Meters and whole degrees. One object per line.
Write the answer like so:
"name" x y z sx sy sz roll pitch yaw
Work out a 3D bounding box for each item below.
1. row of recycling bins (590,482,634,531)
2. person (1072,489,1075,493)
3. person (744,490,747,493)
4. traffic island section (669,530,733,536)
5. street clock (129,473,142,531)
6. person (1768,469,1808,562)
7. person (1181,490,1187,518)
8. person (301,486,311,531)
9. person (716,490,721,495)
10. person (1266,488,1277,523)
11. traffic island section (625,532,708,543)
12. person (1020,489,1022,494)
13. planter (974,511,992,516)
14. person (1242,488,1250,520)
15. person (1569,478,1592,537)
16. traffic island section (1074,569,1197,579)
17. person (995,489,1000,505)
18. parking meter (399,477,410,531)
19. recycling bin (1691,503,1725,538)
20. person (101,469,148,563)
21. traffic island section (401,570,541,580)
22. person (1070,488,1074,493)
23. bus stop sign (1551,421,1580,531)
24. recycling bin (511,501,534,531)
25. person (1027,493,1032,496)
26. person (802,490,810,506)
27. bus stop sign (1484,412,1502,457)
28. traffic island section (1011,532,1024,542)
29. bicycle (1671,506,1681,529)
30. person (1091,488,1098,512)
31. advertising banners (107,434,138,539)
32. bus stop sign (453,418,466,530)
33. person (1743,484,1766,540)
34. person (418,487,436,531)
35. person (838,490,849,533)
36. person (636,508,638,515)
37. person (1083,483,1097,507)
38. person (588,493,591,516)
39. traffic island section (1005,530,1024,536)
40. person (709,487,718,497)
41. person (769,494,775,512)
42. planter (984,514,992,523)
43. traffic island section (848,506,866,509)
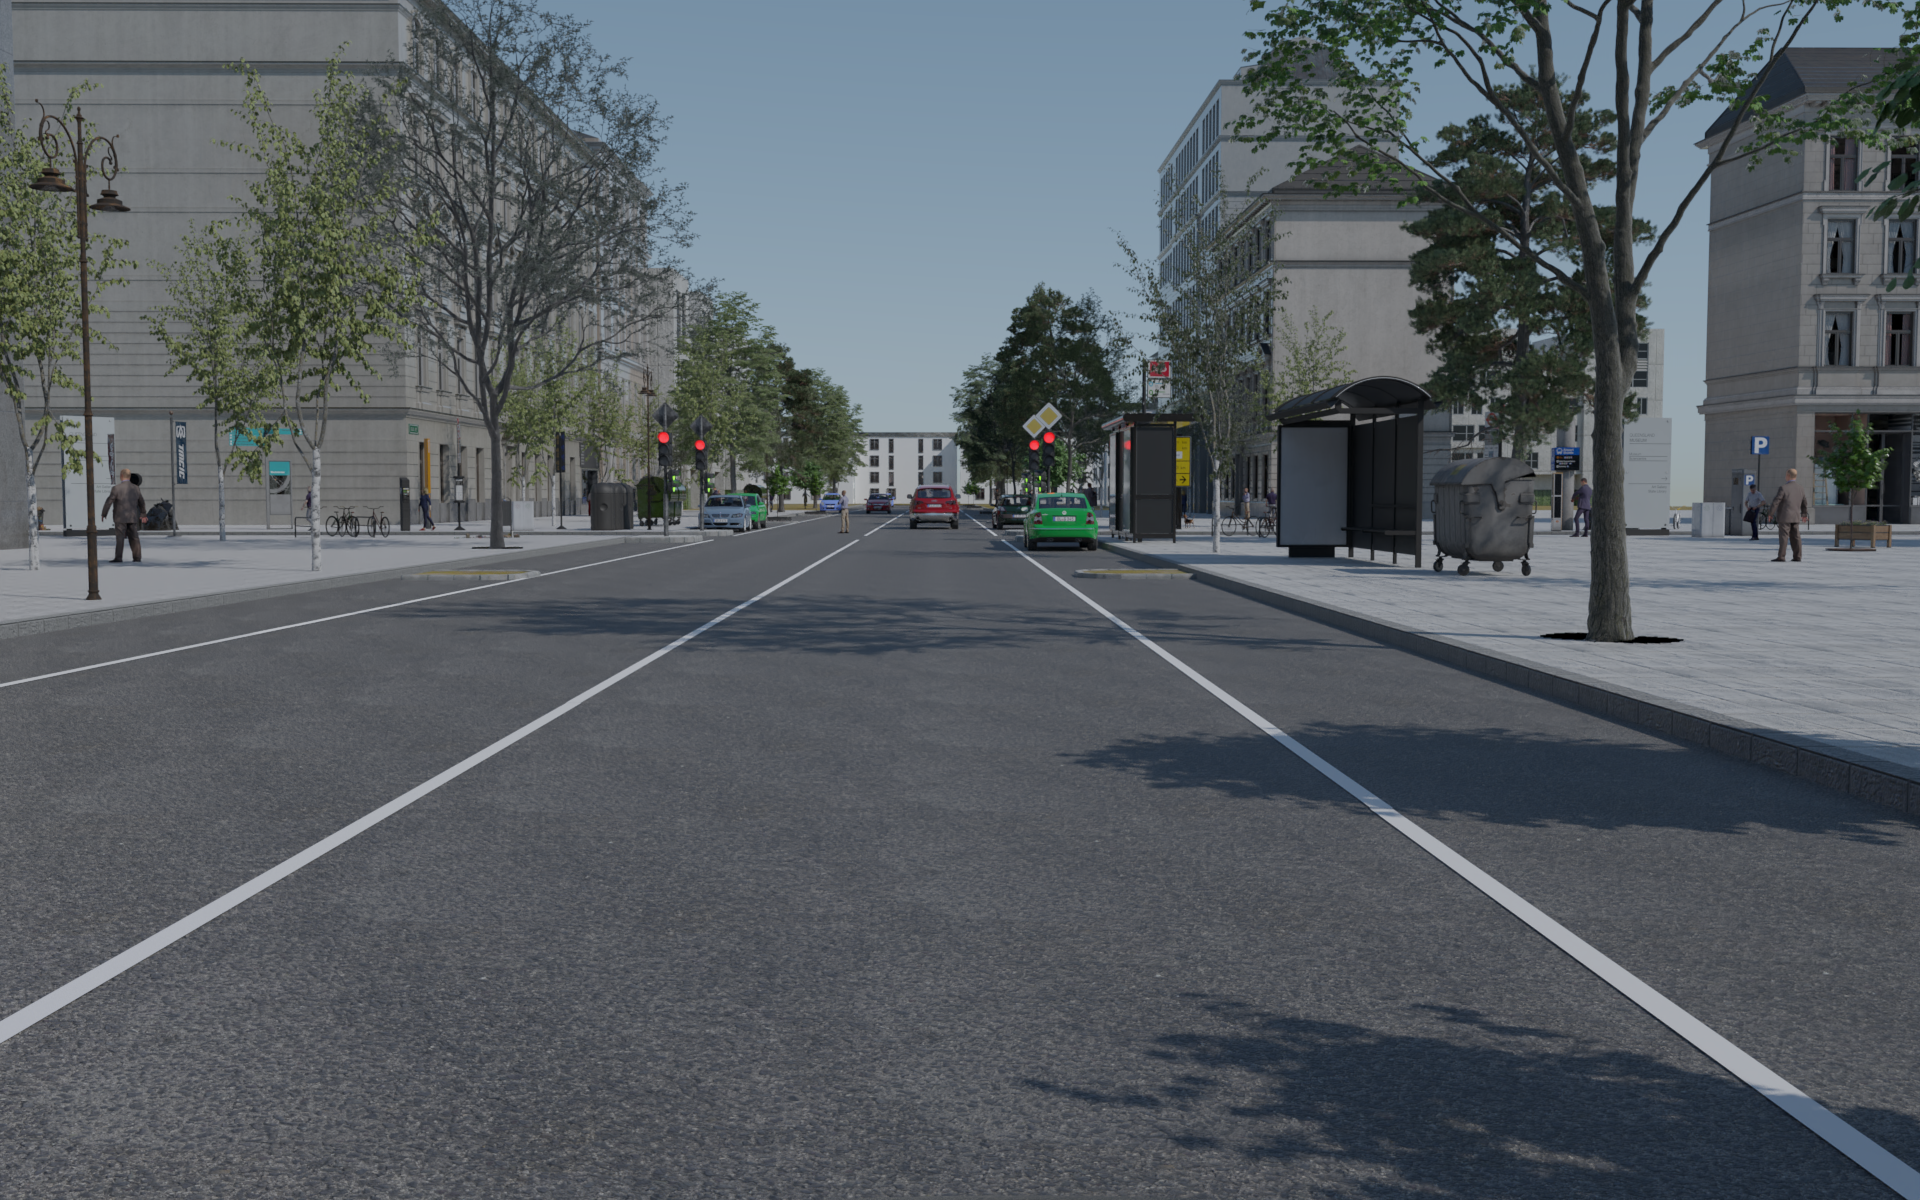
"row of recycling bins" -12.448 -3.371 62.224 1.069 1.692 3.534 0 4 3
"person" 10.644 -9.605 163.800 0.721 1.735 1.217 3 5 44
"person" -14.171 -6.453 114.014 0.523 1.526 0.387 -3 5 -40
"traffic island section" -9.037 -2.340 60.537 2.009 0.180 2.903 0 4 -1
"street clock" -28.436 -3.371 59.683 0.471 2.002 0.358 0 4 0
"person" 15.665 -1.604 32.818 0.990 1.755 0.434 -1 4 -18
"person" 11.949 -5.135 92.536 0.480 1.512 0.613 -1 4 -23
"person" -22.560 -3.175 60.161 0.569 1.553 0.471 -3 4 -37
"person" -15.615 -6.334 111.873 0.482 1.546 0.388 2 4 28
"person" 13.446 -4.085 75.043 0.569 1.553 0.471 3 5 45
"traffic island section" -8.934 -1.851 52.552 2.009 0.180 2.903 0 4 -1
"person" 6.887 -11.674 197.003 0.705 1.814 1.350 -1 4 -9
"planter" 1.921 -5.624 113.093 1.991 0.319 1.994 0 4 -1
"person" 14.277 -4.789 86.410 0.319 1.574 0.516 -1 4 -11
"person" 18.435 -2.755 51.539 0.683 1.767 0.568 -2 4 -35
"traffic island section" 3.002 -0.445 30.150 1.991 0.108 1.994 0 4 -1
"person" 3.462 -9.098 155.320 0.750 1.759 0.617 2 4 24
"parking meter" -19.213 -3.317 59.948 0.255 1.863 0.399 -2 4 -34
"recycling bin" 22.233 -2.380 51.469 0.722 1.027 0.722 0 4 2
"person" -15.721 -1.587 32.538 0.434 1.755 0.990 2 4 30
"traffic island section" -8.317 -0.422 29.771 1.991 0.108 1.994 0 4 -1
"person" 8.274 -7.464 128.996 0.541 1.710 0.530 2 4 31
"bus stop sign" 21.326 -4.406 61.048 0.837 3.901 0.837 1 4 11
"recycling bin" -15.353 -2.947 60.730 0.722 1.027 0.722 -1 4 -20
"person" 4.904 -6.989 122.023 0.444 1.614 0.593 3 4 38
"person" -16.413 -10.879 184.649 0.721 1.736 1.217 3 4 36
"bus stop sign" 15.713 -3.803 50.887 0.416 3.939 0.855 -2 4 -28
"traffic island section" 2.706 -1.860 52.697 2.009 0.180 2.903 0 4 -1
"bicycle" 26.143 -3.054 63.152 0.635 0.972 1.543 2 4 30
"person" 9.800 -7.344 126.651 0.750 1.759 0.617 1 4 14
"advertising banners" -24.131 -3.284 49.880 0.090 3.025 2.074 -3 5 -45
"bus stop sign" -17.603 -4.416 60.902 0.416 3.939 0.855 -1 4 -23
"person" 22.027 -2.430 47.992 0.590 1.554 0.614 -2 4 -25
"person" -18.681 -3.187 60.686 0.480 1.512 0.613 2 4 25
"person" -4.251 -3.219 63.200 0.319 1.574 0.516 3 4 38
"person" -19.862 -6.169 107.577 0.621 1.740 0.551 -1 4 -22
"person" 5.080 -3.709 67.503 0.431 1.722 0.655 -2 4 -29
"person" -21.237 -5.586 99.840 0.523 1.526 0.387 1 4 21
"traffic island section" 2.603 -2.349 60.681 2.009 0.180 2.903 0 4 -1
"person" -16.127 -6.536 113.349 0.568 1.767 0.683 0 4 5
"person" -13.220 -6.933 121.613 0.569 1.553 0.471 1 4 19
"planter" 2.289 -3.932 85.432 1.991 0.319 1.994 0 4 -1
"traffic island section" -10.022 -8.530 162.339 1.991 0.108 1.994 0 4 -1
